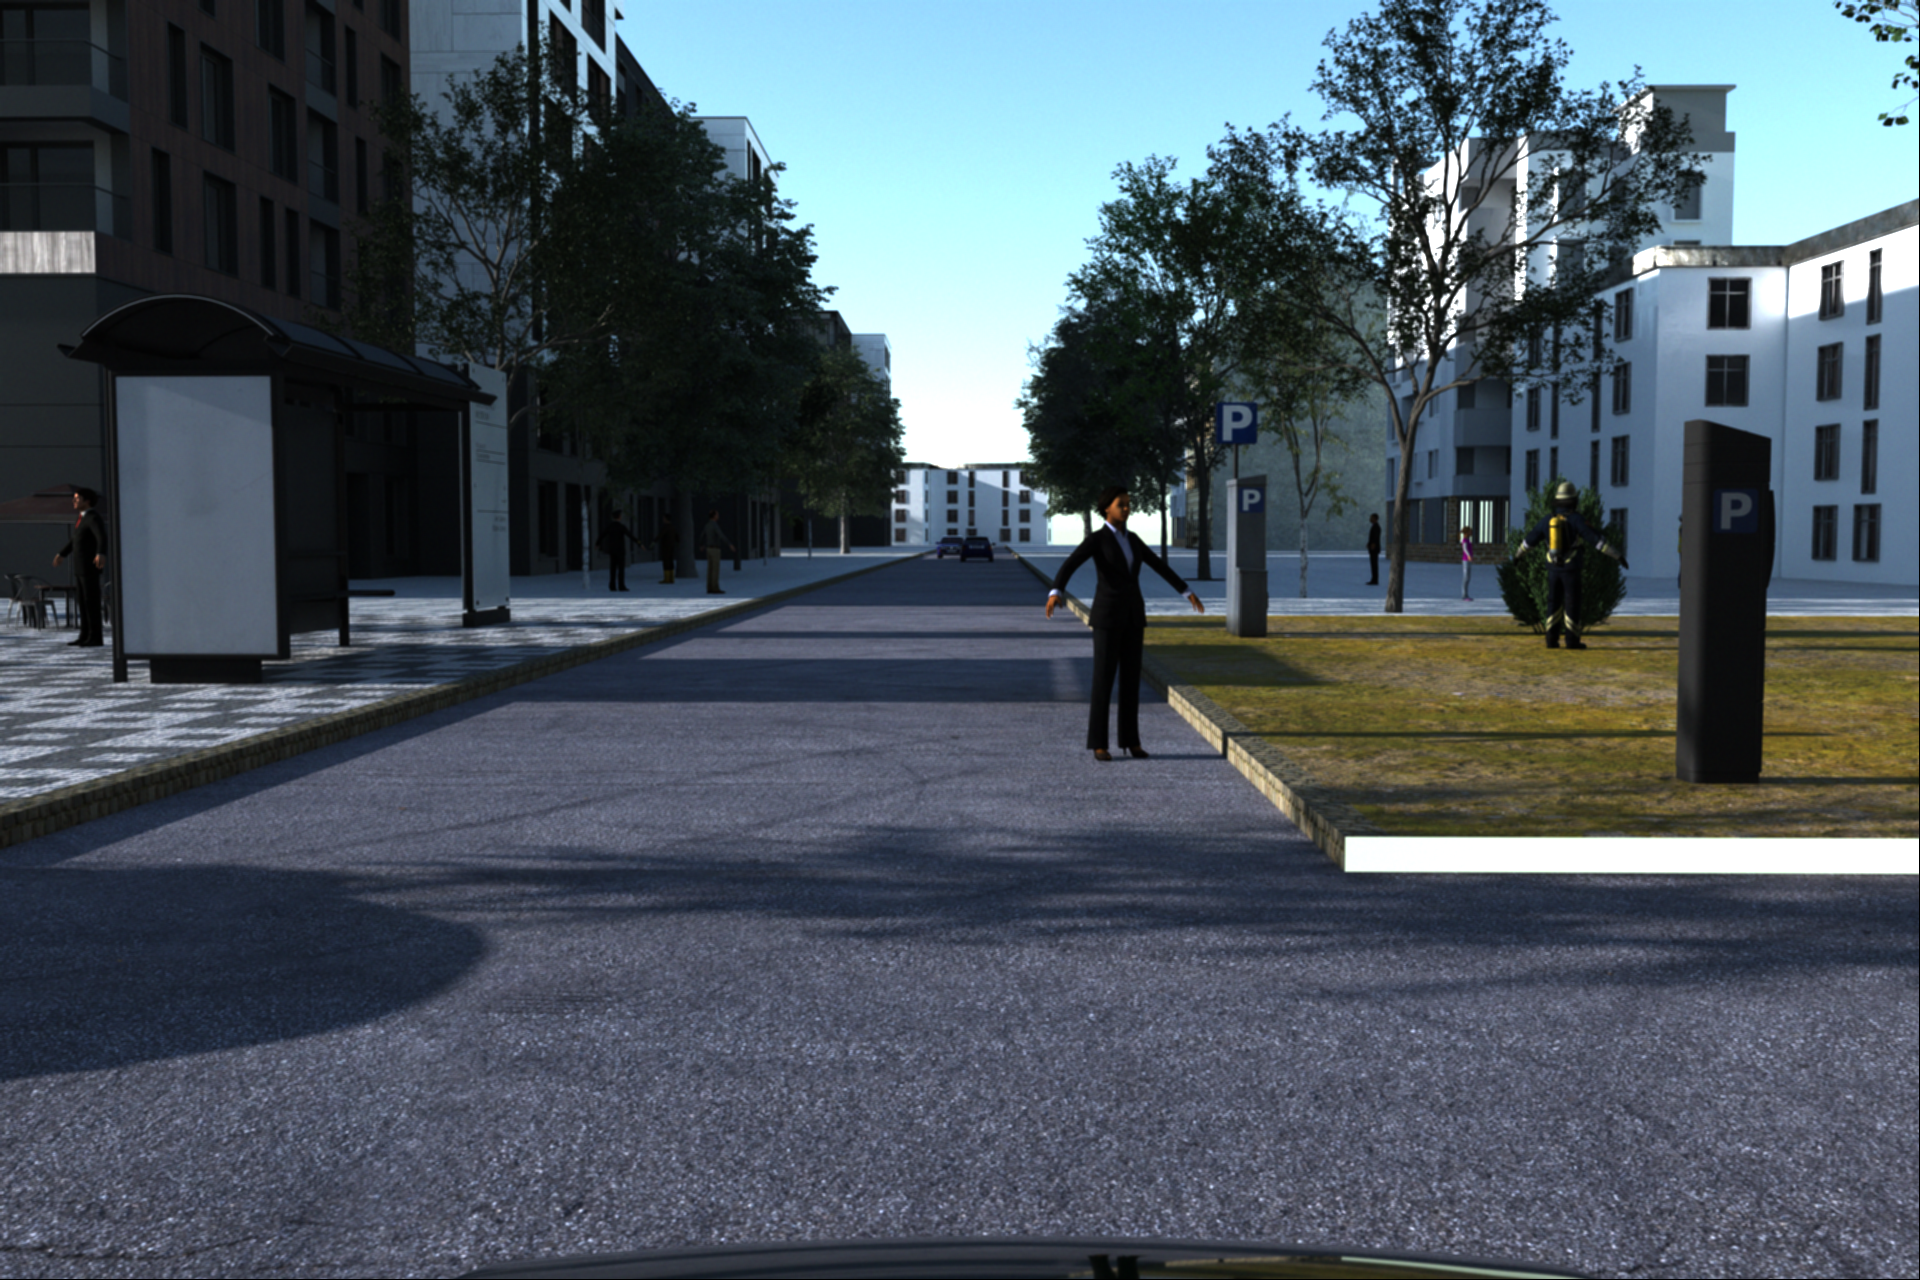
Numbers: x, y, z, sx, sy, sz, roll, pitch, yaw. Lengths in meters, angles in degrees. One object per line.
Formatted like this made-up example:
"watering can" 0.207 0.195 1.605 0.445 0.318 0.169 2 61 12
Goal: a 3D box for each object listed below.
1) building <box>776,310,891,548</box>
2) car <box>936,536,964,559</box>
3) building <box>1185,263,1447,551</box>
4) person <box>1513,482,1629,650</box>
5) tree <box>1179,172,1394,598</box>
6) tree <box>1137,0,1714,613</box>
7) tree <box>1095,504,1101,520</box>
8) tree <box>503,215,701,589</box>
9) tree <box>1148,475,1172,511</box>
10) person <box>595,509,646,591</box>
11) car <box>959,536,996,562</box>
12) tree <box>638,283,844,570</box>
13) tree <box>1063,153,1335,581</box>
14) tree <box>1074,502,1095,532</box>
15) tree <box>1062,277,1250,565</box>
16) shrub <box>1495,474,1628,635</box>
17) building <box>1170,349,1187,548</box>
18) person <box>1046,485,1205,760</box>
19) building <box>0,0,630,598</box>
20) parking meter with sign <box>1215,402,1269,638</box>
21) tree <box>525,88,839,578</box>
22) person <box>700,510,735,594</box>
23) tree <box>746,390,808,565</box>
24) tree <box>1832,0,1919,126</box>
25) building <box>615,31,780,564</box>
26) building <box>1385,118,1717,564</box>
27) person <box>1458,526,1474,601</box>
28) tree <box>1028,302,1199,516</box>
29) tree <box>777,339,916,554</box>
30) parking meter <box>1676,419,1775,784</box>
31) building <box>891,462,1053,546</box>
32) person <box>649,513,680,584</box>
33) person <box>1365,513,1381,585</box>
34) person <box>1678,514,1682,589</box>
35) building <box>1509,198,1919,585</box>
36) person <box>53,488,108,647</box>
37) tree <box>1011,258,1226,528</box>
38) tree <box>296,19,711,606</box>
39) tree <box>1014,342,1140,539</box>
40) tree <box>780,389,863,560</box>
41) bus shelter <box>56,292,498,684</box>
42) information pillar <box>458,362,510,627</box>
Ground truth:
"building" -21.589 -20.232 174.776 27.936 21.610 32.646 0 4 0
"car" -0.448 -5.507 102.619 1.945 1.354 3.894 0 4 1
"building" 29.011 -19.099 143.194 19.493 23.208 18.063 0 4 1
"person" 6.776 -0.830 19.357 0.705 1.856 1.354 -3 5 -43
"tree" 7.073 -5.152 34.592 4.360 8.622 3.978 0 3 0
"tree" 7.034 -5.698 27.571 8.767 10.594 7.601 0 4 2
"tree" 16.936 -15.131 197.750 4.737 8.622 4.395 0 3 0
"tree" -8.889 -5.482 39.996 4.360 8.622 3.978 0 3 0
"tree" 26.222 -17.707 199.879 12.009 13.543 11.850 0 3 0
"person" -7.677 -2.016 38.888 1.347 1.837 0.705 2 4 24
"car" 0.892 -4.753 90.288 1.945 1.354 3.894 0 4 1
"tree" -7.700 -7.755 61.213 8.767 10.594 7.601 2 4 26
"tree" 6.651 -7.454 47.623 9.928 11.665 9.643 0 3 0
"tree" 15.147 -15.409 202.307 4.360 8.622 3.978 0 3 0
"tree" 7.194 -7.873 63.134 7.601 10.594 8.767 -1 4 -23
"shrub" 7.704 -1.110 22.190 1.661 2.075 1.752 0 3 0
"building" 26.272 -19.378 173.257 16.016 20.090 11.380 0 4 1
"person" 1.042 -0.111 10.992 1.216 1.740 0.721 -2 4 -31
"building" -27.065 -12.621 50.321 27.936 21.610 32.646 0 4 2
"parking meter with sign" 3.653 -1.586 22.195 0.543 3.016 1.738 0 4 0
"tree" -8.010 -8.785 50.294 9.857 13.997 8.962 0 3 0
"person" -5.290 -1.901 37.354 0.705 1.796 1.348 -3 5 -39
"tree" -7.948 -7.340 70.370 4.737 8.622 4.395 0 3 0
"tree" 19.947 -10.489 27.389 12.611 20.169 13.585 0 3 0
"building" -24.405 -14.628 83.138 27.936 21.610 32.646 0 4 0
"building" 26.447 -14.001 85.332 16.016 20.090 11.380 0 4 1
"person" 9.796 -1.467 33.249 0.599 1.433 0.991 1 4 19
"tree" 8.283 -11.349 92.211 9.857 13.997 8.962 0 3 0
"tree" -7.426 -12.602 112.706 9.857 13.997 8.962 0 3 0
"parking meter" 3.957 -0.198 8.956 0.399 1.863 0.255 0 4 2
"building" -3.409 -15.848 203.723 28.070 9.664 9.099 1 4 10
"person" -7.587 -2.366 44.822 0.704 1.812 1.346 2 4 23
"person" 10.464 -2.302 43.865 0.704 1.802 1.346 0 4 8
"person" 17.043 -2.085 40.556 0.721 1.772 1.216 2 4 24
"building" 24.784 -6.636 50.638 9.099 9.664 28.070 0 4 1
"person" -9.993 -0.831 19.780 1.347 1.806 0.705 3 5 43
"tree" 7.300 -10.198 77.113 12.009 13.543 11.850 0 3 0
"tree" -7.930 -5.895 30.803 7.601 10.594 8.767 -2 4 -33
"tree" 8.042 -12.354 108.649 9.857 13.997 8.962 0 3 0
"tree" -7.731 -8.329 86.537 4.360 8.622 3.978 0 3 0
"bus shelter" -6.445 -1.429 17.291 2.014 3.302 5.546 0 4 2
"information pillar" -6.714 -2.029 24.492 0.184 3.620 1.656 0 4 2
